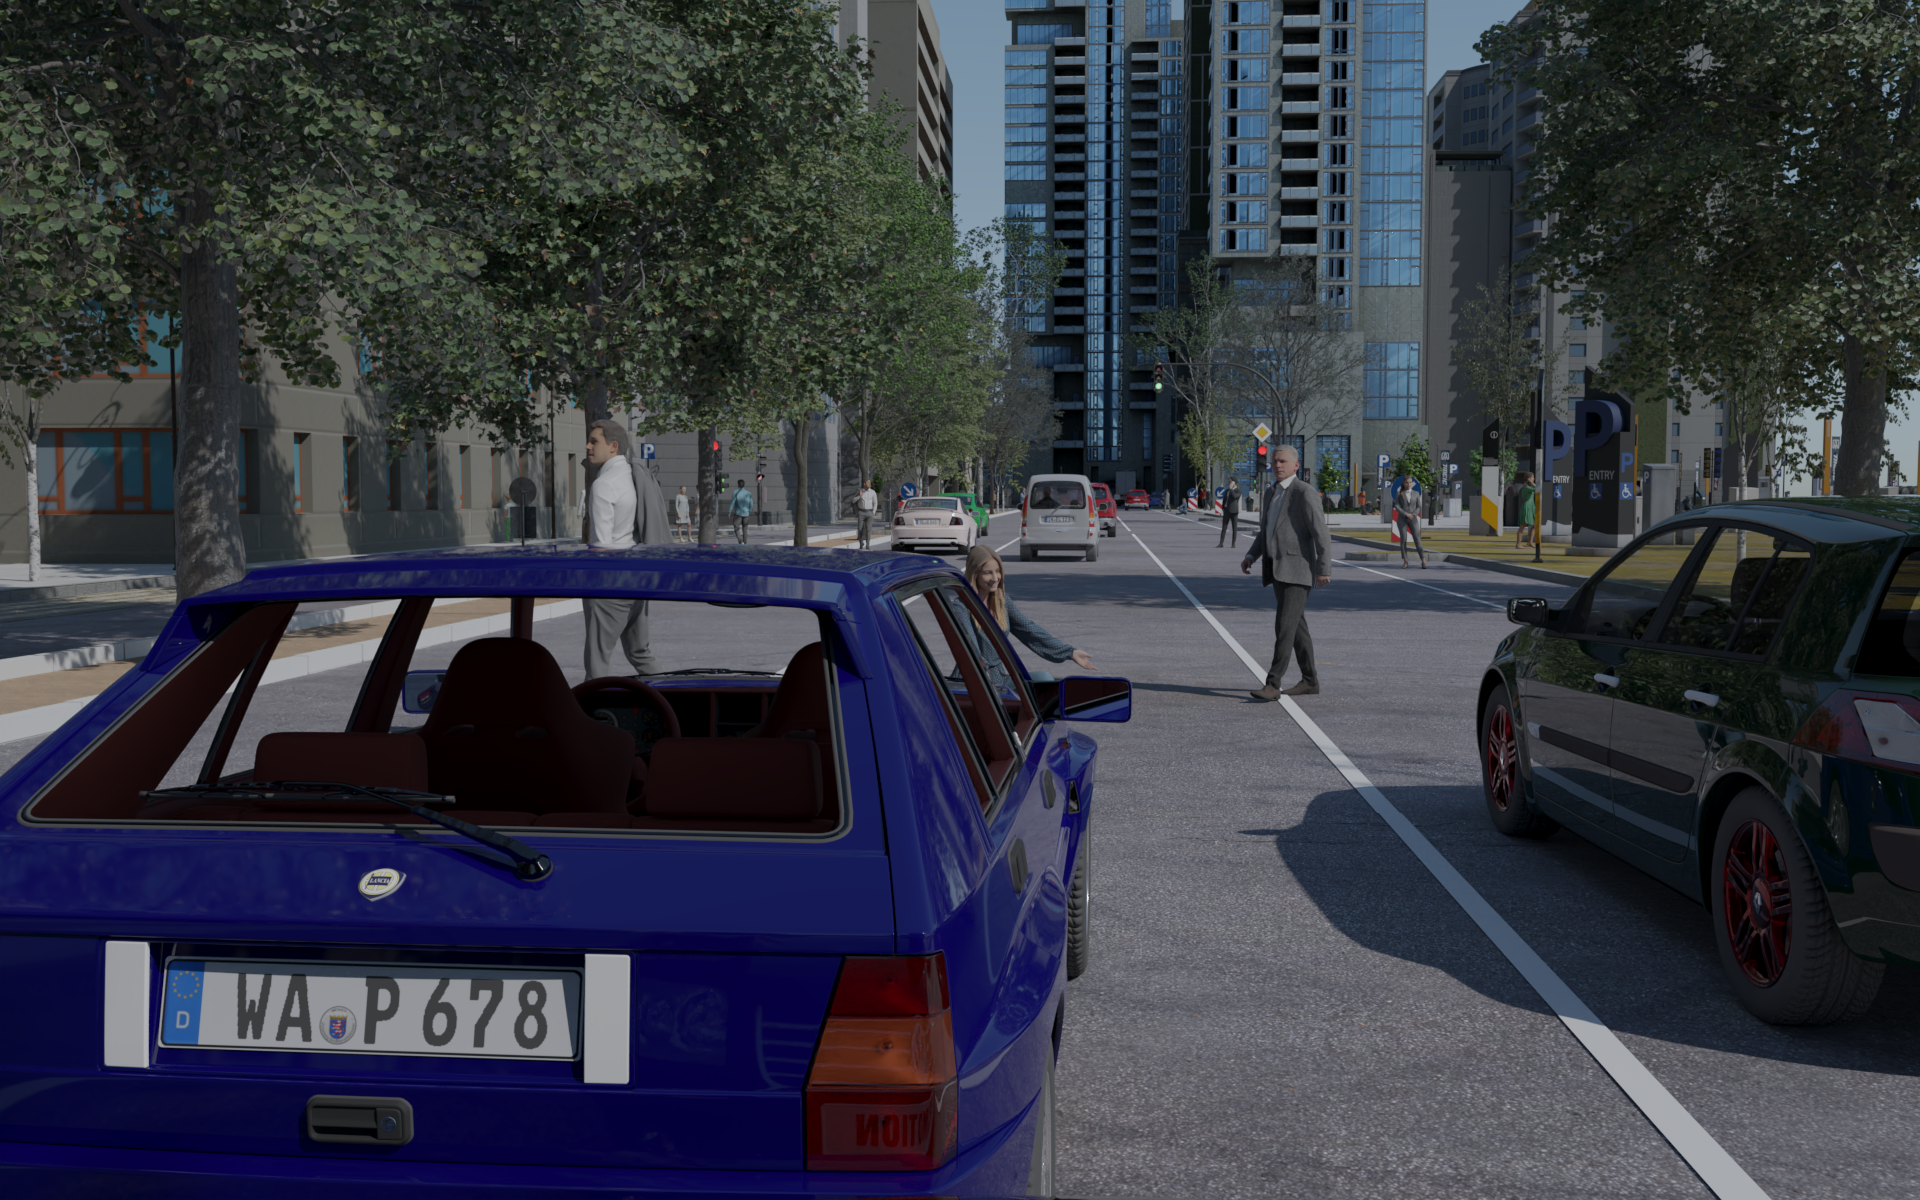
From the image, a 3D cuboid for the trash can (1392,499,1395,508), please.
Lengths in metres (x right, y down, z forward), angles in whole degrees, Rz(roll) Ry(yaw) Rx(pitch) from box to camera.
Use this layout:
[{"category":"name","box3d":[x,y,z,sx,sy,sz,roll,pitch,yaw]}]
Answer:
[{"category":"trash can","box3d":[21.740,-4.640,87.515,0.748,1.137,0.748,0,3,0]}]

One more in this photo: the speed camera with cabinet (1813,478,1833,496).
[{"category":"speed camera with cabinet","box3d":[49.158,-6.308,97.467,2.038,3.252,0.660,0,4,3]}]

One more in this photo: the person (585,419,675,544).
[{"category":"person","box3d":[-1.812,-0.049,9.407,0.850,1.850,0.679,1,4,14]}]

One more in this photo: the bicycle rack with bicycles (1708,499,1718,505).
[{"category":"bicycle rack with bicycles","box3d":[54.646,-6.694,122.823,2.852,0.926,2.925,0,4,4]}]

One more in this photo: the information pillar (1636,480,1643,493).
[{"category":"information pillar","box3d":[34.715,-5.141,88.545,0.304,2.012,0.304,3,5,43]}]

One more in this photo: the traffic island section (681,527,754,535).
[{"category":"traffic island section","box3d":[-8.672,-2.402,61.547,2.009,0.180,2.903,0,4,4]}]

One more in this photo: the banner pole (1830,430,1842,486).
[{"category":"banner pole","box3d":[33.524,-4.656,66.146,0.863,3.779,0.401,-2,4,-26]}]

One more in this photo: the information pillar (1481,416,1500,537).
[{"category":"information pillar","box3d":[16.017,-3.726,52.276,0.504,3.616,0.183,0,4,7]}]

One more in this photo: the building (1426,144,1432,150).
[{"category":"building","box3d":[48.730,-37.651,235.207,30.456,49.044,23.786,0,4,4]}]

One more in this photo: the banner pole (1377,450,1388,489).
[{"category":"banner pole","box3d":[24.080,-6.640,98.573,0.863,3.779,0.401,-1,4,-13]}]

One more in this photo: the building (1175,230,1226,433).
[{"category":"building","box3d":[30.685,-25.604,190.327,14.160,30.474,14.107,0,4,4]}]

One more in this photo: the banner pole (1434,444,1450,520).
[{"category":"banner pole","box3d":[24.014,-5.892,86.346,0.863,3.779,0.401,0,4,1]}]

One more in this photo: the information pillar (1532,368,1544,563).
[{"category":"information pillar","box3d":[10.763,-2.497,32.181,0.183,3.616,0.504,1,4,22]}]

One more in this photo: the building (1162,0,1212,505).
[{"category":"building","box3d":[34.987,-46.965,206.127,20.563,71.187,20.611,0,4,4]}]

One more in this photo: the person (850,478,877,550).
[{"category":"person","box3d":[-2.411,-2.127,43.379,0.679,1.850,0.850,0,4,-7]}]

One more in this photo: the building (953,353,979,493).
[{"category":"building","box3d":[-11.726,-24.323,242.726,28.899,21.520,27.650,0,4,4]}]

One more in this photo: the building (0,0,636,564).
[{"category":"building","box3d":[-26.532,-12.282,45.849,28.899,21.520,27.650,0,4,4]}]

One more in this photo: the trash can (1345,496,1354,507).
[{"category":"trash can","box3d":[28.657,-7.089,127.552,0.748,1.137,0.748,0,3,0]}]

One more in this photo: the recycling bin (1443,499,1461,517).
[{"category":"recycling bin","box3d":[27.050,-5.055,95.197,0.722,1.027,0.722,-1,4,-12]}]

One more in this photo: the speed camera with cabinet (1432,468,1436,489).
[{"category":"speed camera with cabinet","box3d":[35.130,-8.374,131.250,2.038,3.252,0.660,0,4,6]}]

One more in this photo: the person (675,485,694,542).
[{"category":"person","box3d":[-8.300,-2.587,51.807,0.522,1.701,0.512,3,5,42]}]

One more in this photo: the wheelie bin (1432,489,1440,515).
[{"category":"wheelie bin","box3d":[28.384,-5.876,103.976,0.693,1.594,0.980,-3,5,-40]}]

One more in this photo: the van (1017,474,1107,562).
[{"category":"van","box3d":[2.226,-1.902,38.105,2.013,2.044,4.112,0,4,5]}]

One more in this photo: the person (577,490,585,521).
[{"category":"person","box3d":[-9.199,-2.133,43.257,0.818,1.842,0.514,2,4,31]}]

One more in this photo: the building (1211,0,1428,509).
[{"category":"building","box3d":[32.780,-52.184,165.872,22.319,86.520,31.000,0,4,4]}]

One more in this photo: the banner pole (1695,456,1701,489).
[{"category":"banner pole","box3d":[48.665,-7.596,114.211,0.863,3.779,0.401,-3,5,-40]}]

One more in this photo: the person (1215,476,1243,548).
[{"category":"person","box3d":[7.186,-2.340,46.124,0.648,1.900,0.474,3,4,36]}]

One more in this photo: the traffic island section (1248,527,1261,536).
[{"category":"traffic island section","box3d":[11.208,-2.306,59.987,2.009,0.180,2.903,0,4,4]}]

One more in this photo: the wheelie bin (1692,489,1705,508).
[{"category":"wheelie bin","box3d":[43.818,-5.797,102.687,0.980,1.594,0.693,-3,5,-42]}]

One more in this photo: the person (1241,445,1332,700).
[{"category":"person","box3d":[2.247,-0.198,12.128,0.834,1.777,0.661,-3,4,-37]}]

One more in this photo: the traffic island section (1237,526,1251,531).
[{"category":"traffic island section","box3d":[11.833,-2.793,67.948,2.009,0.180,2.903,0,4,4]}]

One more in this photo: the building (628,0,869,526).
[{"category":"building","box3d":[-16.705,-33.097,83.133,21.231,58.520,28.212,0,4,4]}]

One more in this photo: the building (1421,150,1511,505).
[{"category":"building","box3d":[57.233,-32.088,208.239,14.086,41.232,14.154,0,4,4]}]

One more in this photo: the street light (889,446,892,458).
[{"category":"street light","box3d":[-5.251,-9.727,131.822,0.468,5.910,1.993,0,4,4]}]

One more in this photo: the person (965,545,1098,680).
[{"category":"person","box3d":[0.300,0.268,9.610,1.012,1.151,0.738,-2,4,-35]}]

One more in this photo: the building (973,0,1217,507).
[{"category":"building","box3d":[18.003,-56.428,235.274,31.000,86.520,22.319,0,4,4]}]

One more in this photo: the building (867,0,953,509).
[{"category":"building","box3d":[-12.185,-33.848,177.121,21.300,48.544,21.600,0,4,4]}]

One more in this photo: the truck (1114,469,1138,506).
[{"category":"truck","box3d":[19.426,-13.087,202.892,2.839,4.237,11.283,0,4,6]}]

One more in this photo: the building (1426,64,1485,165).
[{"category":"building","box3d":[77.900,-42.183,231.687,28.212,58.520,21.231,0,4,4]}]

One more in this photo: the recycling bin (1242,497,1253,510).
[{"category":"recycling bin","box3d":[22.444,-7.524,135.571,0.722,1.027,0.722,3,5,40]}]

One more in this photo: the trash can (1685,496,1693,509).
[{"category":"trash can","box3d":[56.072,-7.426,133.061,0.748,1.137,0.748,0,3,0]}]

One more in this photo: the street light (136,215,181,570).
[{"category":"street light","box3d":[-13.183,-3.440,29.027,0.468,5.910,1.993,0,4,4]}]

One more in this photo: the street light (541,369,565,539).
[{"category":"street light","box3d":[-11.624,-4.685,49.385,0.468,5.910,1.993,0,4,4]}]

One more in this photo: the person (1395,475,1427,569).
[{"category":"person","box3d":[8.635,-1.492,33.173,0.520,1.790,0.573,-1,4,-13]}]

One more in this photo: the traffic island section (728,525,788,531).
[{"category":"traffic island section","box3d":[-8.047,-2.889,69.508,2.009,0.180,2.903,0,4,4]}]

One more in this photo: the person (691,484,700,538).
[{"category":"person","box3d":[-8.448,-2.847,55.612,0.524,1.755,0.480,1,4,8]}]

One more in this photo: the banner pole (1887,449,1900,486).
[{"category":"banner pole","box3d":[50.951,-6.415,94.898,0.401,3.779,0.863,0,4,5]}]

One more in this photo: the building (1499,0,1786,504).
[{"category":"building","box3d":[78.200,-40.407,202.658,28.212,58.520,21.231,0,4,4]}]
